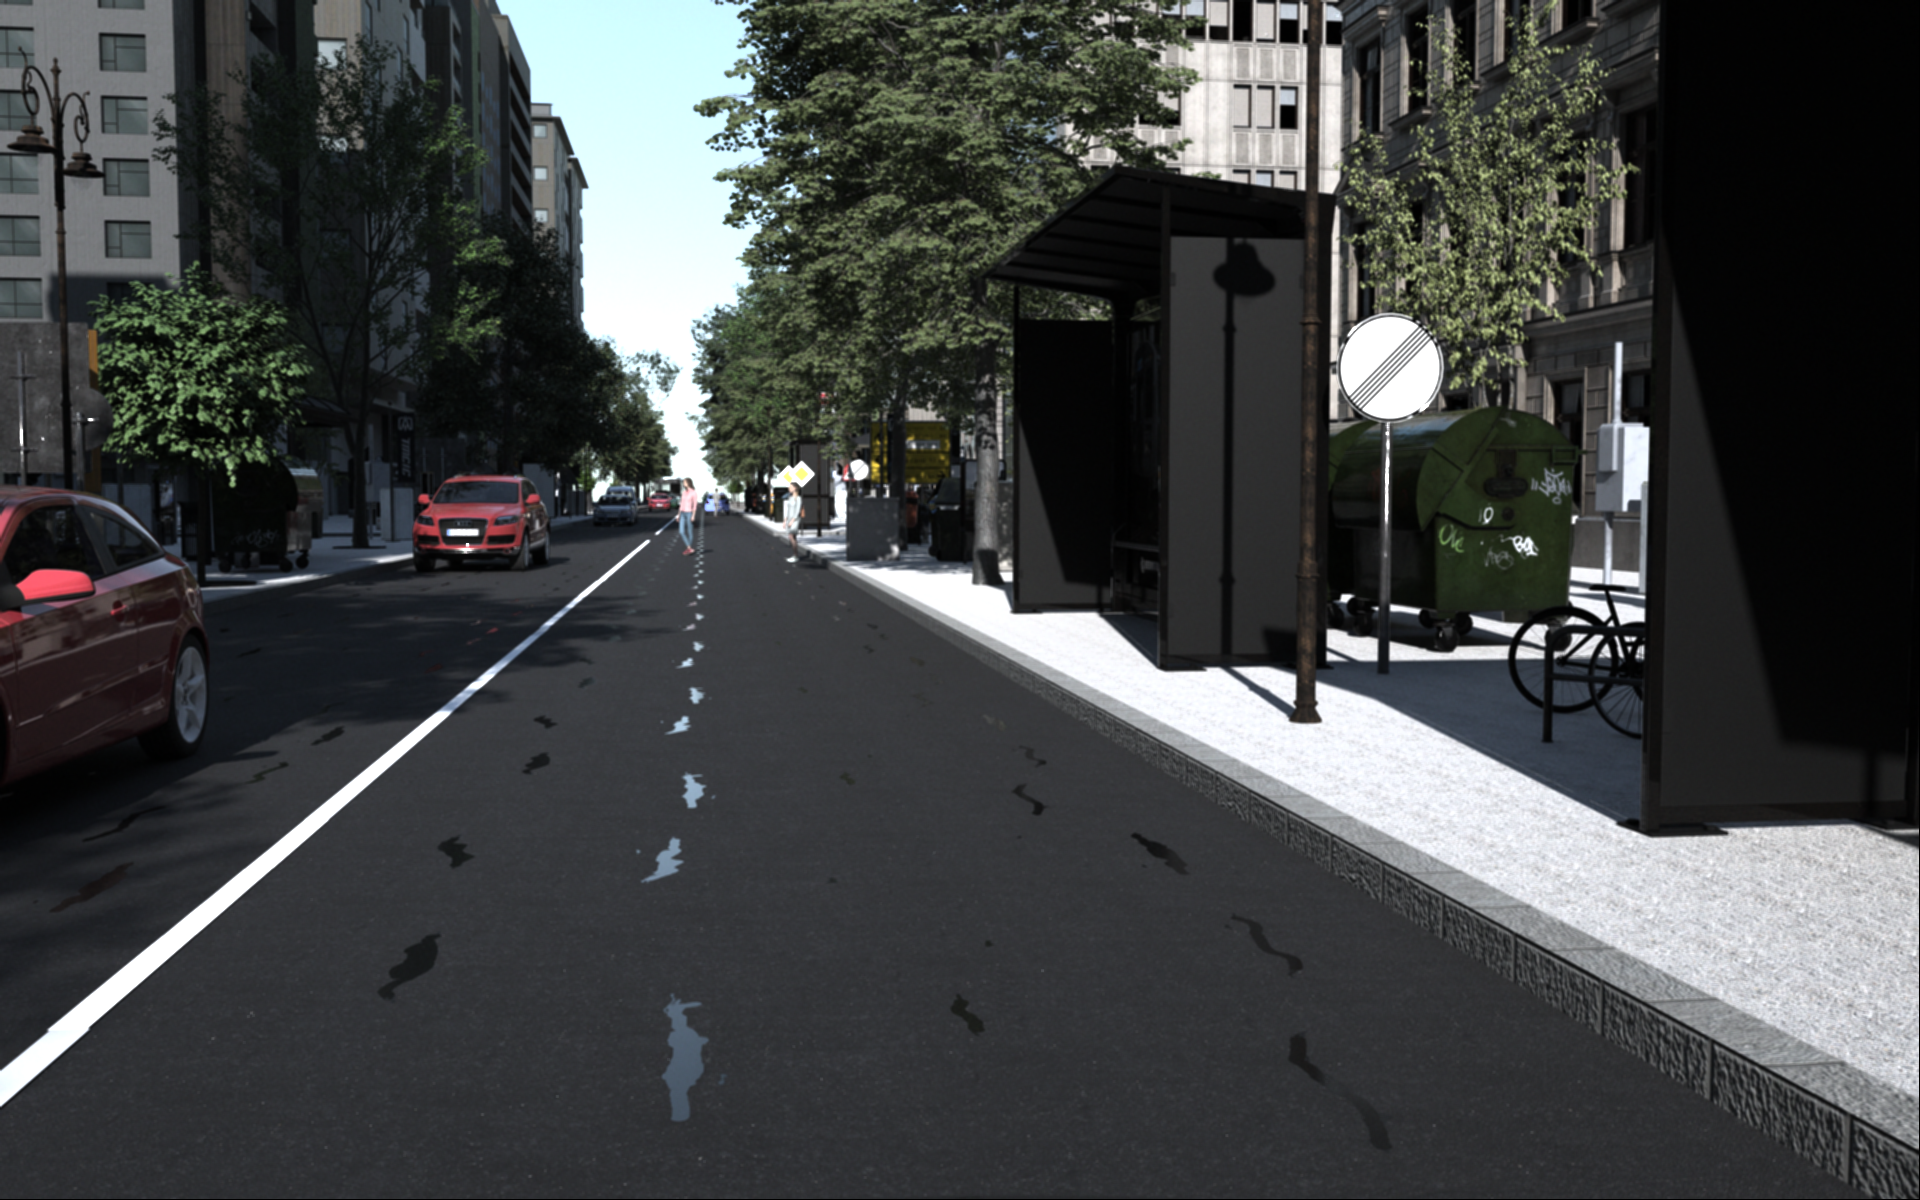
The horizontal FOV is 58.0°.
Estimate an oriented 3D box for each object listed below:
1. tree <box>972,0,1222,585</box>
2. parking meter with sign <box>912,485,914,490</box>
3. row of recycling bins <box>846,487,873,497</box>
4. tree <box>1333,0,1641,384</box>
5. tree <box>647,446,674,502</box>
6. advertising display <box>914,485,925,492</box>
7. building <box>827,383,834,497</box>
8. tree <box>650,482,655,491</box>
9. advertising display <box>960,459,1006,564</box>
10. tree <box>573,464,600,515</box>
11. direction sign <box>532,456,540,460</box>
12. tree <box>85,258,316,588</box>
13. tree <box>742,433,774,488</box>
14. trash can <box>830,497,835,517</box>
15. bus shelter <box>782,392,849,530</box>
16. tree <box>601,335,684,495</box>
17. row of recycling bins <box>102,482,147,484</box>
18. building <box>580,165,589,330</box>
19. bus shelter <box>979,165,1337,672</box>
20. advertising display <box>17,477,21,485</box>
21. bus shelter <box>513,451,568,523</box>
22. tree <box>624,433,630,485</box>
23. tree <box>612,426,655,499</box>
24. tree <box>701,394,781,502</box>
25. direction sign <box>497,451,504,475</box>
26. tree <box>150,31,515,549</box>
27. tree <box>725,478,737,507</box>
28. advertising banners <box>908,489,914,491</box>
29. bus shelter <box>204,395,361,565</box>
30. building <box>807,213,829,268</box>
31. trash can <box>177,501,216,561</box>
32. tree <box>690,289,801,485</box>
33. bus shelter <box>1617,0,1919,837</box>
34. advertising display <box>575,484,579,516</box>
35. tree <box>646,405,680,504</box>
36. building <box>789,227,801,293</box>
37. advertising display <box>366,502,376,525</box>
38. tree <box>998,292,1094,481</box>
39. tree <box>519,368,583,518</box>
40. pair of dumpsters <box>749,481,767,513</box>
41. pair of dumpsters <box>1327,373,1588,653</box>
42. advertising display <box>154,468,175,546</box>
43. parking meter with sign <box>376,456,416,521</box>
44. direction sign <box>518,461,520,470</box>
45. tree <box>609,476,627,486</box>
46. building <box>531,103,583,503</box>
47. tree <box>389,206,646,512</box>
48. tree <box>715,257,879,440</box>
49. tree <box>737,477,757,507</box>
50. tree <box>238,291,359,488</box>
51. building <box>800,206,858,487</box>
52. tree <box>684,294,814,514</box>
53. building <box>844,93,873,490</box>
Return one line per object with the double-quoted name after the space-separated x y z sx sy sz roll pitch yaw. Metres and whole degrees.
-0.035 -6.484 24.139 7.486 12.596 7.792 0 3 0 "tree"
-2.900 -7.298 115.583 0.543 3.016 1.738 -1 4 -18 "parking meter with sign"
-5.631 -6.112 107.036 3.534 1.692 1.069 1 4 17 "row of recycling bins"
7.743 -4.603 25.617 4.737 8.622 4.395 0 3 0 "tree"
-42.801 -18.598 238.483 7.601 10.594 8.767 0 4 3 "tree"
-2.347 -5.634 97.326 0.123 1.923 0.974 -2 4 -25 "advertising display"
-12.923 -28.542 238.363 14.160 30.474 14.107 -1 4 -8 "building"
-49.931 -20.473 285.101 4.360 8.622 3.978 0 3 0 "tree"
0.434 -1.639 32.007 0.974 1.923 0.123 -3 4 -36 "advertising display"
-23.317 -6.908 107.547 1.663 3.219 1.824 0 3 0 "tree"
-19.885 -5.512 82.116 0.379 3.537 0.876 3 5 43 "direction sign"
-10.680 -2.477 24.205 4.285 4.588 4.351 0 3 0 "tree"
-16.329 -11.647 140.796 4.737 8.622 4.395 0 3 0 "tree"
-7.548 -5.514 101.804 0.748 1.137 0.748 0 3 0 "trash can"
-5.564 -5.378 65.561 2.179 5.291 8.768 -1 4 -8 "bus shelter"
-39.695 -21.445 206.514 12.611 20.169 13.585 0 3 0 "tree"
-28.950 -3.218 59.730 1.069 1.692 3.534 2 4 24 "row of recycling bins"
-71.429 -41.210 263.026 28.713 52.752 27.495 -1 4 -8 "building"
1.507 -1.488 15.605 1.731 3.624 6.357 -1 4 -8 "bus shelter"
-25.125 -2.549 46.885 0.974 1.923 0.123 1 4 21 "advertising display"
-18.954 -5.182 78.645 2.014 3.302 5.546 -1 4 -9 "bus shelter"
-35.905 -16.810 192.969 7.486 12.596 7.792 0 3 0 "tree"
-29.742 -12.389 152.917 4.737 8.622 4.395 0 3 0 "tree"
-15.255 -11.883 128.697 8.767 10.594 7.601 0 4 -2 "tree"
-23.326 -5.898 88.434 0.876 3.537 0.379 3 4 38 "direction sign"
-14.230 -7.010 40.371 9.928 11.665 9.643 0 3 0 "tree"
-23.021 -11.236 178.317 1.663 3.219 1.824 0 3 0 "tree"
-1.445 -3.264 49.553 0.090 3.025 2.074 -1 4 -8 "advertising banners"
-13.185 -2.427 33.600 2.014 3.302 5.546 -1 4 -8 "bus shelter"
-15.314 -34.759 251.905 14.154 41.232 14.086 -1 4 -8 "building"
-14.664 -1.326 33.334 0.748 1.137 0.748 0 3 0 "trash can"
-17.130 -18.225 153.875 12.611 20.169 13.585 0 3 0 "tree"
3.502 -0.749 3.537 1.731 3.624 6.357 -1 4 -8 "bus shelter"
-22.536 -5.912 101.882 0.123 1.923 0.974 -1 4 -17 "advertising display"
-26.148 -12.517 121.657 9.611 12.733 9.660 0 3 0 "tree"
-16.733 -40.418 284.530 21.300 48.544 21.600 -1 4 -8 "building"
-24.396 -4.067 71.709 0.974 1.923 0.123 -1 4 -16 "advertising display"
2.812 -6.173 51.299 4.737 8.622 4.395 0 3 0 "tree"
-21.916 -8.801 94.256 4.737 8.622 4.395 0 3 0 "tree"
-13.678 -7.136 119.162 1.574 2.255 4.437 -1 4 -9 "pair of dumpsters"
4.053 -0.826 15.991 1.574 2.255 4.437 -1 4 -8 "pair of dumpsters"
-19.819 -2.322 43.173 0.123 1.923 0.974 0 4 -4 "advertising display"
-26.346 -5.181 80.974 0.543 3.016 1.738 3 5 42 "parking meter with sign"
-24.788 -6.428 97.103 0.379 3.537 0.876 1 4 12 "direction sign"
-31.018 -9.935 157.044 1.663 3.219 1.824 0 3 0 "tree"
-67.648 -39.548 235.843 28.713 52.752 27.495 -1 4 -8 "building"
-18.004 -9.310 69.219 9.611 12.733 9.660 0 3 0 "tree"
-6.967 -9.175 75.759 9.928 11.665 9.643 0 3 0 "tree"
-19.875 -10.438 165.267 1.663 3.219 1.824 0 3 0 "tree"
-24.907 -6.817 61.823 4.737 8.622 4.395 0 3 0 "tree"
-17.070 -37.656 265.791 14.600 45.320 14.200 -1 4 -8 "building"
-12.679 -12.478 110.670 9.857 13.997 8.962 0 3 0 "tree"
-0.103 -31.703 172.965 22.147 44.769 28.867 -1 4 -8 "building"
